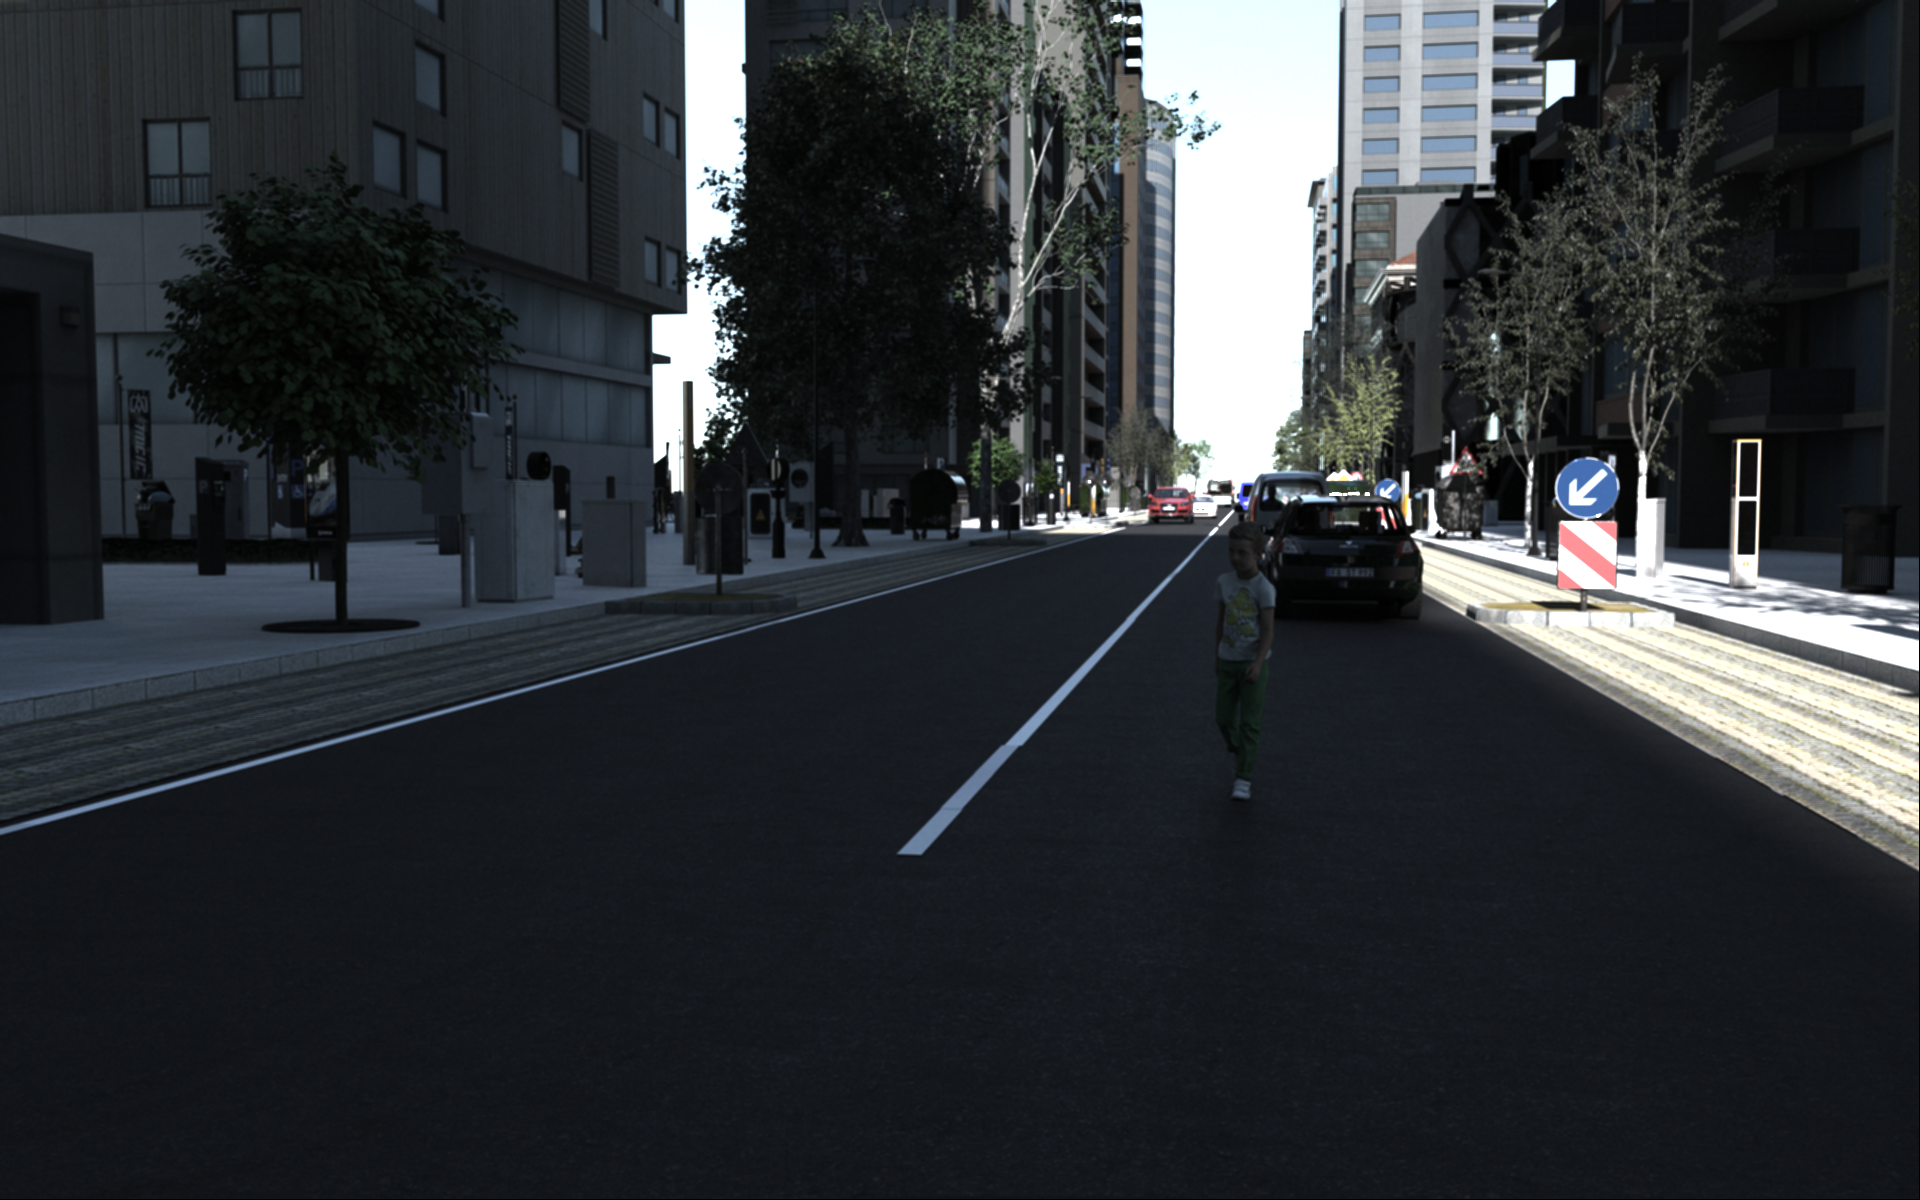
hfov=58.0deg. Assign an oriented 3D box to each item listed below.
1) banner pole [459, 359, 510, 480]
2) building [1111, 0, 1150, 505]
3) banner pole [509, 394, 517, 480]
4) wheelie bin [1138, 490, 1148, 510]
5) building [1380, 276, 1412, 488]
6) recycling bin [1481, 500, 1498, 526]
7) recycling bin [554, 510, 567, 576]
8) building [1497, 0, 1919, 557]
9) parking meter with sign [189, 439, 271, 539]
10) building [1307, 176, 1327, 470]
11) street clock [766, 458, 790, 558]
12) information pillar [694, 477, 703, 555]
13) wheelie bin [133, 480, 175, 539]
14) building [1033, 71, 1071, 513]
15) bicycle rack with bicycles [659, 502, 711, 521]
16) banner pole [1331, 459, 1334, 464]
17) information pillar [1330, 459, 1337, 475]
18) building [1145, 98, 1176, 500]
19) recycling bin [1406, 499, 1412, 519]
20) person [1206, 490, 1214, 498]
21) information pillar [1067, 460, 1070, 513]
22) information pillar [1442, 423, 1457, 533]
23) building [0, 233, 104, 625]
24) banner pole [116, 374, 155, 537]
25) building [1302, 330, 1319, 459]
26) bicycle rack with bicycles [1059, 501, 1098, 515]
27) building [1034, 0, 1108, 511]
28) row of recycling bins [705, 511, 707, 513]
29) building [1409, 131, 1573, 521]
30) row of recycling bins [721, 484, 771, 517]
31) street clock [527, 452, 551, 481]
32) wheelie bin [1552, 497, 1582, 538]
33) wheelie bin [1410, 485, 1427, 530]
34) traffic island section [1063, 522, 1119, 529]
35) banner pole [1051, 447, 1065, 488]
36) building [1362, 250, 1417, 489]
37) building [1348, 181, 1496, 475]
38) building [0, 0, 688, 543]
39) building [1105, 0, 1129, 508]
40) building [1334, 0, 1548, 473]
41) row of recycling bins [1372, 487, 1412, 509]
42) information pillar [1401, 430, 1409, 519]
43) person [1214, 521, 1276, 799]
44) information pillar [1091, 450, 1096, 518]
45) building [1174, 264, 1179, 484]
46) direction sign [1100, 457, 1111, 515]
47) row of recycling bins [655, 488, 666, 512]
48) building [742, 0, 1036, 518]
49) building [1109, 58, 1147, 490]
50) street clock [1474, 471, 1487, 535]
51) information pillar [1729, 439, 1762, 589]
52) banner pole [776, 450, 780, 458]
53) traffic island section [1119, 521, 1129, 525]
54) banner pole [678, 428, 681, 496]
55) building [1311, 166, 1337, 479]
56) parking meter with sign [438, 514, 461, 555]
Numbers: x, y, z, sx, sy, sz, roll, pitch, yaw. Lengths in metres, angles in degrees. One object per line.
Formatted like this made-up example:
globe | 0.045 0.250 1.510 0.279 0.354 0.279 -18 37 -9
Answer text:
banner pole | -8.176 -2.408 29.384 0.401 3.779 0.863 2 4 31
building | 11.783 -54.566 204.821 22.319 86.520 31.000 1 4 9
banner pole | -11.303 -3.284 43.707 0.401 3.779 0.863 -3 4 -37
wheelie bin | 14.561 -7.973 138.269 0.980 1.594 0.693 0 4 -3
building | 37.898 -15.480 120.553 16.820 18.784 16.811 1 4 9
recycling bin | 21.031 -3.472 69.316 0.722 1.027 0.722 -2 4 -31
recycling bin | -6.677 -0.915 27.518 0.722 1.027 0.722 0 4 -3
building | 27.788 -23.940 46.043 22.147 44.769 28.867 1 4 9
parking meter with sign | -16.355 -2.603 38.827 1.738 3.016 0.543 0 4 -5
building | 70.637 -42.180 278.874 28.713 52.752 27.495 1 4 9
street clock | -3.636 -1.841 34.665 0.358 2.002 0.471 -3 5 -44
information pillar | -5.654 -1.975 36.788 0.304 2.012 0.304 -2 4 -26
wheelie bin | -18.691 -1.976 40.209 0.980 1.594 0.693 1 4 18
building | -0.065 -21.290 119.799 14.160 30.474 14.107 1 4 9
bicycle rack with bicycles | -12.993 -4.331 84.193 2.925 0.926 2.852 3 5 44
banner pole | 26.470 -8.153 123.312 0.401 3.779 0.863 0 4 -1
information pillar | 25.185 -7.680 116.923 0.504 3.616 0.183 3 5 44
building | 20.564 -43.628 255.312 21.231 58.520 28.212 1 4 9
recycling bin | 23.754 -4.773 90.591 0.722 1.027 0.722 2 4 28
person | 26.082 -10.592 181.642 0.705 1.831 1.348 -3 5 -45
information pillar | 7.290 -7.693 117.131 0.183 3.616 0.504 -1 4 -16
information pillar | 15.997 -3.997 56.701 0.504 3.616 0.183 0 4 6
building | -19.588 -35.141 12.810 20.563 71.187 20.611 1 4 9
banner pole | -17.422 -2.843 36.498 0.401 3.779 0.863 3 5 42
building | 66.543 -32.390 301.283 14.160 30.474 14.107 1 4 9
bicycle rack with bicycles | 7.633 -5.776 107.815 2.925 0.926 2.852 0 4 -2
building | 0.793 -31.900 145.266 21.300 48.544 21.600 1 4 9
row of recycling bins | -15.310 -6.313 110.333 3.534 1.692 1.069 -3 5 -42
building | 32.267 -13.431 87.050 16.811 18.784 16.820 1 4 9
row of recycling bins | -8.675 -3.898 70.844 1.069 1.692 3.534 1 4 21
street clock | -7.223 -1.540 29.755 0.358 2.002 0.471 1 4 13
wheelie bin | 14.407 -2.007 40.726 0.980 1.594 0.693 2 4 25
wheelie bin | 16.324 -3.266 61.311 0.693 1.594 0.980 -1 4 -8
traffic island section | 5.455 -3.078 72.613 2.009 0.180 2.903 1 4 9
banner pole | 5.123 -6.211 91.559 0.863 3.779 0.401 0 4 -1
building | 38.912 -18.552 139.475 11.583 22.565 21.152 1 4 9
building | 44.034 -24.006 164.194 14.160 30.474 14.107 1 4 9
building | -26.144 -28.733 59.019 27.495 52.752 28.713 1 4 9
building | 6.013 -44.496 165.768 20.563 71.187 20.611 1 4 9
building | 50.671 -39.253 183.790 21.231 58.520 28.212 1 4 9
row of recycling bins | 24.611 -5.709 100.459 3.534 1.692 1.069 -1 4 -13
information pillar | 16.260 -4.399 63.275 0.183 3.616 0.504 0 4 -6
person | 1.367 0.271 8.325 0.306 1.304 0.590 1 4 16
information pillar | 7.014 -6.110 91.261 0.183 3.616 0.504 -1 4 -17
building | 23.990 -40.711 285.224 23.786 49.044 30.456 1 4 9
direction sign | 8.803 -6.911 104.993 0.379 3.537 0.876 -3 4 -39
row of recycling bins | -20.053 -6.266 109.564 1.069 1.692 3.534 3 5 41
building | -3.548 -25.327 97.691 14.154 41.232 14.086 1 4 9
building | 12.275 -32.600 183.128 14.600 45.320 14.200 1 4 9
street clock | 15.983 -2.987 53.407 0.471 2.002 0.358 2 4 26
information pillar | 10.638 -1.161 23.475 0.304 2.012 0.304 1 4 12
banner pole | -7.347 -4.889 69.946 0.401 3.779 0.863 -1 4 -15
traffic island section | 6.769 -3.560 80.490 2.009 0.180 2.903 1 4 9
banner pole | -10.744 -4.670 66.377 0.401 3.779 0.863 -1 4 -12
building | 62.774 -38.616 250.975 23.786 49.044 30.456 1 4 9
parking meter with sign | -10.925 -2.502 37.162 0.543 3.016 1.738 -1 4 -12
